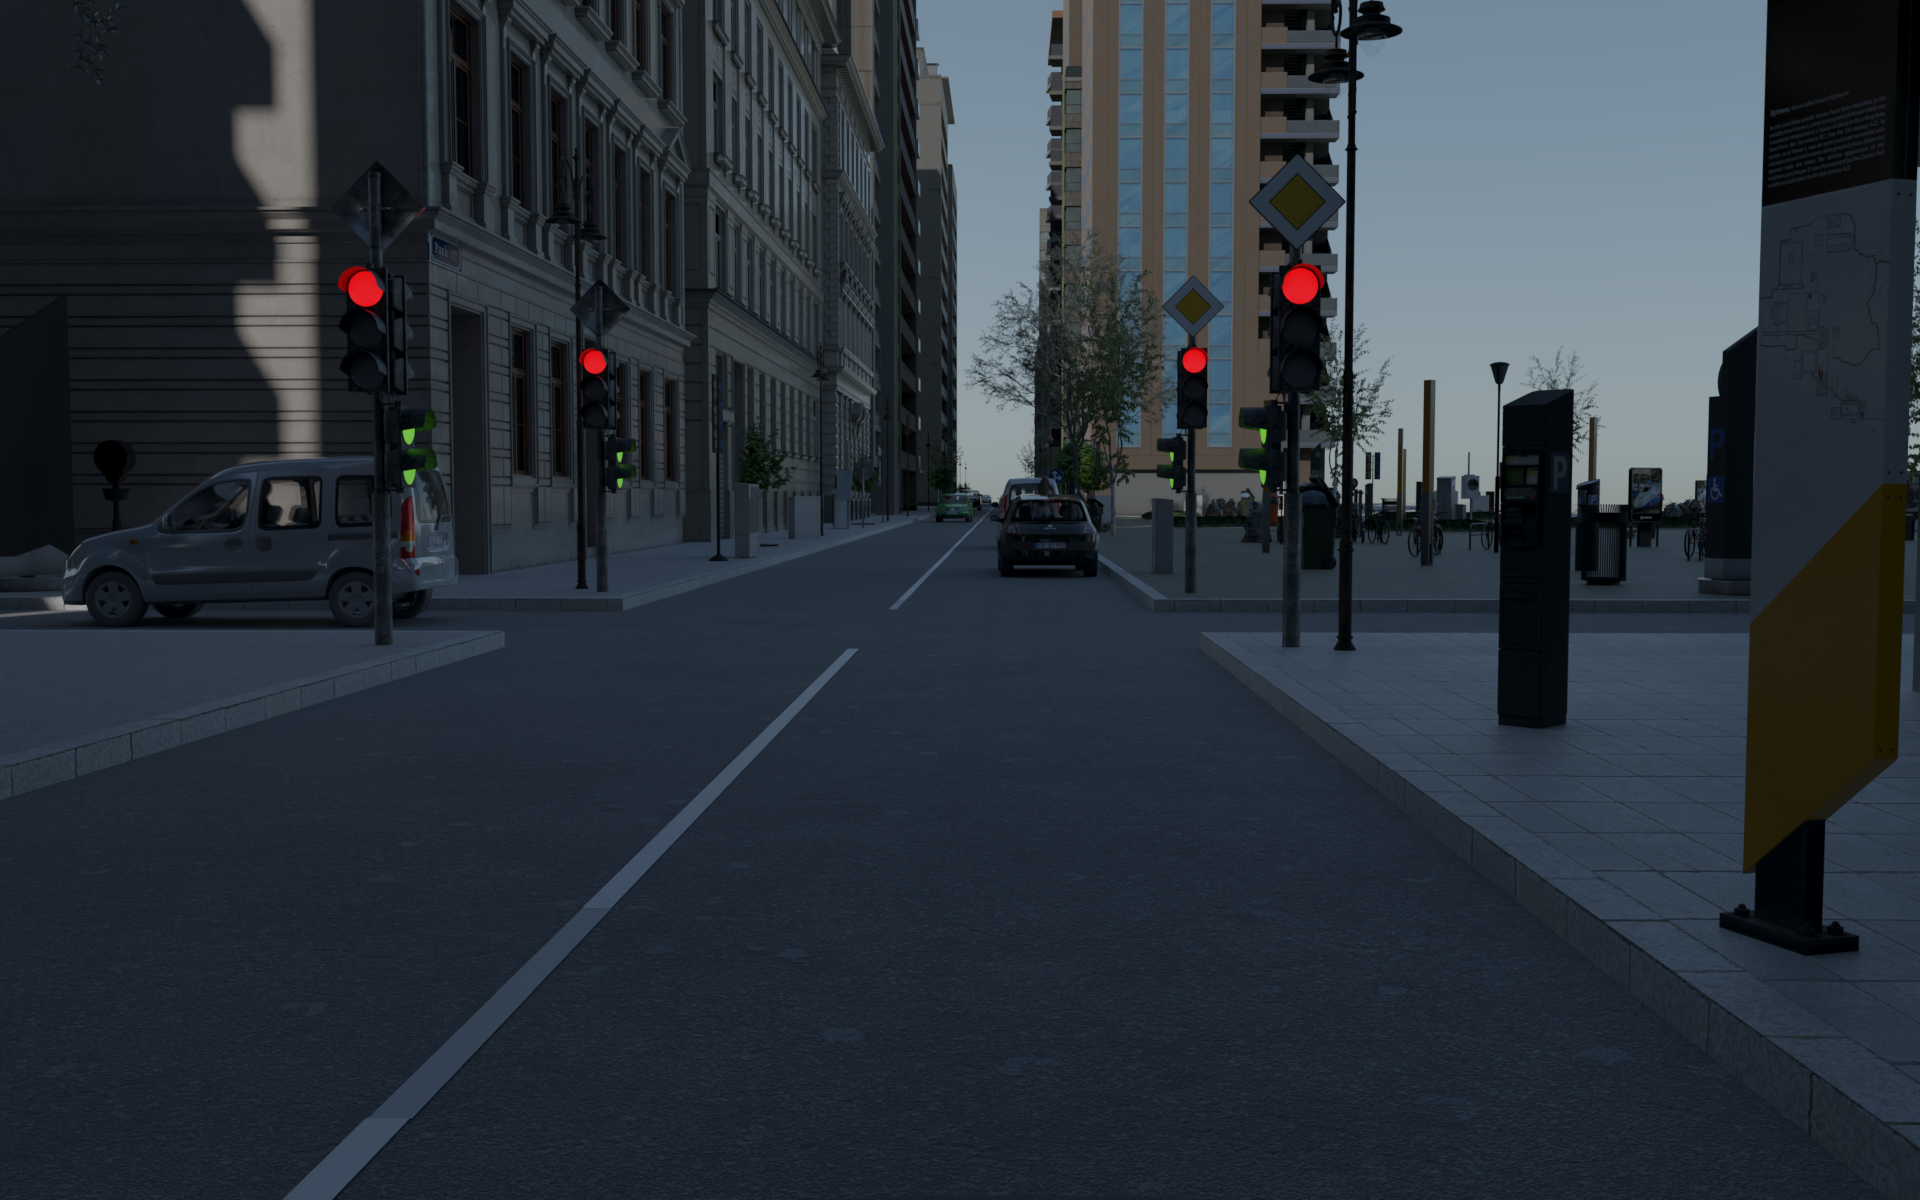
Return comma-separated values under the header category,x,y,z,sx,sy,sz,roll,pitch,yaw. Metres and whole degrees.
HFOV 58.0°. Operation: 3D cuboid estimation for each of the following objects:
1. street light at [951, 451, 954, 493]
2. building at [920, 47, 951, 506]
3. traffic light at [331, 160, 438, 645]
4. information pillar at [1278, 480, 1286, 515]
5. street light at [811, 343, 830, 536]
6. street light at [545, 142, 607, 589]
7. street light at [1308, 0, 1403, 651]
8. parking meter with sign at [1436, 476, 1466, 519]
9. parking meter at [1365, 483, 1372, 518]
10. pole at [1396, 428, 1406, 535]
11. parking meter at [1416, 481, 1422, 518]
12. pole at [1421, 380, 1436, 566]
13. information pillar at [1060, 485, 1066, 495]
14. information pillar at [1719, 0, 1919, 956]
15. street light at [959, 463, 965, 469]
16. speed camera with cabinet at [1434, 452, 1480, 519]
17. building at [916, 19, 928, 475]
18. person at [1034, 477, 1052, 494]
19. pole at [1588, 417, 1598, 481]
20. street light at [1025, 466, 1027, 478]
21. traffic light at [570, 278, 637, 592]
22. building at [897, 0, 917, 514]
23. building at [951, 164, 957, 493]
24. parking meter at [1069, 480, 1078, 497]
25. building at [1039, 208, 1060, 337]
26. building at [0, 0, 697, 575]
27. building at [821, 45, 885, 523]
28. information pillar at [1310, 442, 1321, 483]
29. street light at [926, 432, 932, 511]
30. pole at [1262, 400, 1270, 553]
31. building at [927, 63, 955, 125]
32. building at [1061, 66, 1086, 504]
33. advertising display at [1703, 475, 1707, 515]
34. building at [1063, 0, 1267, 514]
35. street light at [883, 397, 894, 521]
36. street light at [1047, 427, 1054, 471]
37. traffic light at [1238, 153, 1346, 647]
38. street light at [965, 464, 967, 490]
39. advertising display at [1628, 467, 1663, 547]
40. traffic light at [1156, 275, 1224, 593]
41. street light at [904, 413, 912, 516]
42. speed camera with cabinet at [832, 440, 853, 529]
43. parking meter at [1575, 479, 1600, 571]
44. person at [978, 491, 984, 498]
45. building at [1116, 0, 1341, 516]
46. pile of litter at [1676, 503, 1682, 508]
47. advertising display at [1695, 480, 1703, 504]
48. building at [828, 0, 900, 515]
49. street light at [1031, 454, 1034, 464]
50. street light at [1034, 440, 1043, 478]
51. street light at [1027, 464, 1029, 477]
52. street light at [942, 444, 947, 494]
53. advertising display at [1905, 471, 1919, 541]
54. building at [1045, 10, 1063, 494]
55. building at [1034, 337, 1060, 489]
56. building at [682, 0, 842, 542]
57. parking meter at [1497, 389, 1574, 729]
category,x,y,z,sx,sy,sz,roll,pitch,yaw
street light,-0.823,-12.840,182.716,0.468,5.910,1.993,0,4,2
building,-12.348,-34.811,192.855,21.300,48.544,21.600,0,4,2
traffic light,-4.893,-1.573,14.641,0.839,4.253,0.868,0,4,2
information pillar,16.608,-5.192,89.374,0.304,2.012,0.304,2,4,26
street light,-4.258,-4.912,53.092,0.468,5.910,1.993,0,4,2
street light,-5.118,-3.087,23.265,0.468,5.910,1.993,0,4,2
street light,3.166,-2.525,14.076,0.468,5.910,1.993,0,4,2
parking meter with sign,20.444,-4.684,72.852,1.738,3.016,0.543,3,5,42
parking meter,21.648,-5.267,91.823,0.255,1.863,0.399,-1,4,-15
pole,13.644,-3.661,53.704,0.158,3.312,0.155,0,3,0
parking meter,21.055,-4.505,79.374,0.255,1.863,0.399,2,4,28
pole,8.381,-2.272,30.998,0.158,3.312,0.155,0,3,0
information pillar,5.702,-5.602,96.081,0.304,2.012,0.304,-1,4,-9
information pillar,2.410,-0.823,4.806,0.183,3.616,0.504,-1,4,-17
street light,0.017,-14.639,212.129,0.468,5.910,1.993,0,4,2
speed camera with cabinet,23.329,-5.321,81.339,2.038,3.252,0.660,-1,4,-10
building,-14.908,-32.349,148.509,23.786,49.044,30.456,0,4,2
person,1.977,-1.941,40.238,0.555,1.821,0.388,0,4,-1
pole,16.790,-3.190,46.001,0.158,3.312,0.155,0,3,0
street light,8.910,-15.495,226.131,0.468,5.910,1.993,0,4,2
traffic light,-4.678,-2.061,22.623,0.839,4.253,0.868,0,4,2
building,-14.246,-30.509,122.518,21.300,48.544,21.600,0,4,2
building,-11.357,-37.807,241.850,21.300,48.544,21.600,0,4,2
parking meter,4.750,-4.086,72.510,0.255,1.863,0.399,2,4,30
building,18.311,-34.586,249.077,14.154,41.232,14.086,0,4,2
building,-12.343,-12.115,34.245,11.583,22.565,21.152,0,4,2
building,-9.885,-15.645,84.681,11.050,23.489,19.941,0,4,2
information pillar,16.054,-5.309,78.159,0.504,3.616,0.183,0,4,-8
street light,-2.341,-9.544,128.825,0.468,5.910,1.993,0,4,2
pole,6.675,-2.684,37.718,0.158,3.312,0.155,0,3,0
building,-15.325,-38.415,217.317,28.713,52.752,27.495,0,4,2
building,14.053,-21.333,120.502,14.160,30.474,14.107,0,4,2
advertising display,23.651,-2.990,54.105,0.123,1.923,0.974,-1,4,-13
building,15.090,-29.632,134.602,14.600,45.320,14.200,0,4,2
street light,-3.446,-6.714,82.565,0.468,5.910,1.993,0,4,2
street light,5.949,-8.630,113.883,0.468,5.910,1.993,0,4,2
traffic light,2.766,-1.561,14.451,0.839,4.253,0.868,0,4,2
street light,0.802,-16.438,241.544,0.468,5.910,1.993,0,4,2
advertising display,16.606,-2.250,41.996,0.974,1.923,0.123,-1,4,-23
traffic light,2.981,-2.050,22.433,0.839,4.253,0.868,0,4,2
street light,-3.003,-7.744,99.407,0.468,5.910,1.993,0,4,2
speed camera with cabinet,-4.361,-4.248,63.792,0.660,3.252,2.038,-1,4,-8
parking meter,10.495,-1.257,28.971,0.372,1.533,0.369,0,3,0
person,2.341,-12.932,219.956,1.348,1.821,0.705,1,4,12
building,14.620,-27.843,105.352,14.600,45.320,14.200,0,4,2
pile of litter,36.949,-4.582,88.881,1.719,0.858,1.176,3,5,42
advertising display,34.163,-4.566,79.869,0.974,1.923,0.123,-3,5,-41
building,-11.138,-25.749,104.585,14.154,41.232,14.086,0,4,2
street light,7.564,-12.264,173.303,0.468,5.910,1.993,0,4,2
street light,6.655,-10.465,143.891,0.468,5.910,1.993,0,4,2
street light,8.161,-13.696,196.715,0.468,5.910,1.993,0,4,2
street light,-1.425,-11.363,158.568,0.468,5.910,1.993,0,4,2
advertising display,26.224,-2.608,47.858,0.123,1.923,0.974,-1,4,-13
building,18.948,-30.736,157.163,22.147,44.769,28.867,0,4,2
building,22.787,-21.963,204.142,27.650,21.520,28.899,0,4,2
building,-13.509,-13.856,59.832,16.112,22.955,30.059,0,4,2
parking meter,3.181,-0.237,9.582,0.399,1.863,0.255,-3,5,-45
